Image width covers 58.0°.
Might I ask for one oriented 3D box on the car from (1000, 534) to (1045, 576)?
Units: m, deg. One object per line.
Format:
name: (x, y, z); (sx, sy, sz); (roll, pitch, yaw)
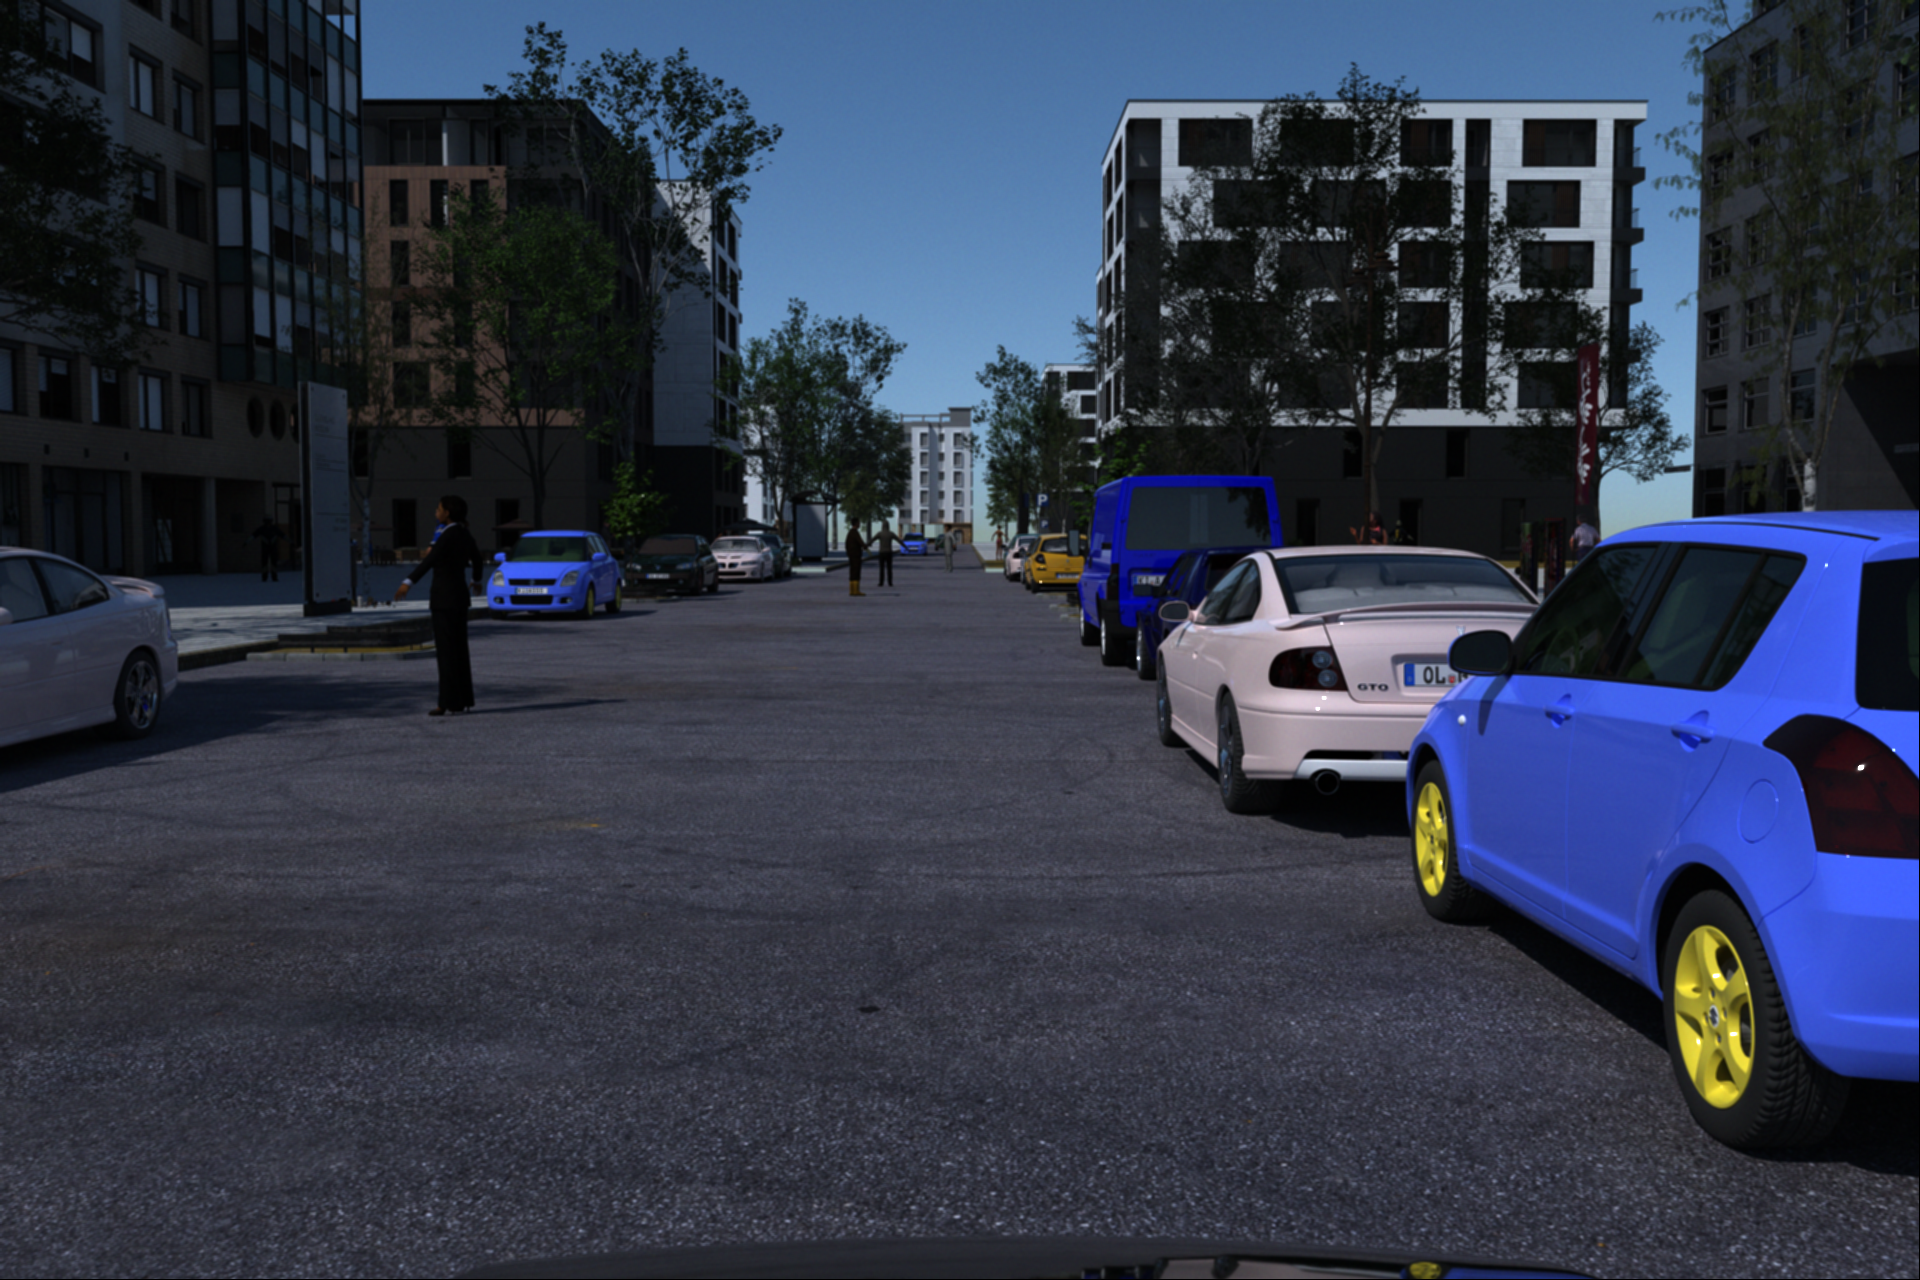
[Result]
car: (2.443, -2.852, 58.431); (2.131, 1.459, 4.920); (0, 4, -1)

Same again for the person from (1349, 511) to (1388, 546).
person: (6.472, -1.218, 27.430); (0.593, 1.643, 0.415); (-1, 4, -17)

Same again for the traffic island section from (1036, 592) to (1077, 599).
traffic island section: (2.729, -0.994, 39.120); (1.991, 0.108, 1.994); (0, 4, 0)

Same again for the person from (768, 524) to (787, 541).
person: (-9.648, -5.128, 90.120); (1.348, 1.796, 0.705); (0, 4, 4)

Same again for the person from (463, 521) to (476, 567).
person: (-19.041, -3.711, 66.895); (0.704, 1.802, 1.346); (0, 4, 7)

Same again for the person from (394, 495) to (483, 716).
person: (-4.115, -0.281, 13.779); (0.721, 1.740, 1.216); (1, 4, 14)

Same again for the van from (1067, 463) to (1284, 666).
van: (2.479, -0.983, 20.453); (2.240, 2.365, 5.245); (0, 4, -1)

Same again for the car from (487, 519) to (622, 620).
car: (-7.009, -1.254, 30.091); (1.945, 1.707, 3.694); (0, 4, 0)

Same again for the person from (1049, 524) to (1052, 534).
person: (4.723, -5.208, 91.344); (0.705, 1.806, 1.347); (1, 4, 16)

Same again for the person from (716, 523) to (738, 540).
person: (-11.593, -4.926, 86.691); (1.345, 1.843, 0.704); (-1, 4, -19)

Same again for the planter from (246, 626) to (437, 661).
planter: (-7.055, 0.041, 20.470); (1.991, 0.319, 1.994); (0, 4, 0)

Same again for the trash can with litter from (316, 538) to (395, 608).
trash can with litter: (-10.741, -1.227, 31.114); (1.678, 1.210, 2.233); (0, 4, -1)

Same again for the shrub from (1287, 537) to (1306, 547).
shrub: (13.918, -3.718, 71.902); (1.383, 1.207, 1.383); (0, 3, 0)

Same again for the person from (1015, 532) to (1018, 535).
person: (3.652, -5.806, 100.701); (1.354, 1.858, 0.705); (-2, 4, -30)

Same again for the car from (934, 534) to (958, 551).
car: (-1.221, -8.379, 148.793); (2.131, 1.459, 4.920); (0, 3, 0)

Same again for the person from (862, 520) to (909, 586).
person: (-2.041, -2.378, 47.467); (1.348, 1.813, 0.705); (-1, 4, -9)

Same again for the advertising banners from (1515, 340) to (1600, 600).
advertising banners: (5.748, -1.256, 16.729); (0.090, 3.025, 2.074); (0, 4, 0)

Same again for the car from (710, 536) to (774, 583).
car: (-6.658, -2.418, 51.899); (2.083, 1.381, 4.827); (0, 3, 0)

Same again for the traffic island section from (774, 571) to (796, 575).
traffic island section: (-6.873, -2.382, 61.806); (1.991, 0.108, 1.994); (0, 4, 0)

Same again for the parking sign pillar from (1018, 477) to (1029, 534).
parking sign pillar: (3.026, -5.769, 82.788); (1.447, 3.967, 1.447); (0, 4, -2)

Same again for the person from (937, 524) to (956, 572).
person: (-0.464, -3.461, 65.238); (0.705, 1.806, 1.347); (-2, 4, -30)

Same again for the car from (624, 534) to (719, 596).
car: (-6.824, -1.922, 41.204); (2.009, 1.686, 4.222); (0, 4, 0)

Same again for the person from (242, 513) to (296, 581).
person: (-18.720, -2.511, 46.925); (1.351, 1.845, 0.704); (-2, 4, -27)

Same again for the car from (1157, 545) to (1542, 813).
car: (2.284, 0.128, 10.272); (2.083, 1.381, 4.827); (0, 3, 0)

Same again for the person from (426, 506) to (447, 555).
person: (-9.896, -1.656, 33.056); (0.704, 1.831, 1.345); (0, 4, -3)

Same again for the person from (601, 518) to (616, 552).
person: (-10.478, -2.777, 51.970); (0.750, 1.759, 0.617); (1, 4, 17)

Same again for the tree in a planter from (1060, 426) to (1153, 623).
tree in a planter: (2.664, -1.919, 28.595); (1.991, 3.239, 1.994); (0, 4, 1)

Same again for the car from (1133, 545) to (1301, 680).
car: (2.605, -0.201, 15.866); (1.945, 1.354, 3.894); (0, 4, 0)

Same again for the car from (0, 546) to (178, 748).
car: (-6.624, 0.098, 10.752); (2.083, 1.381, 4.827); (0, 3, 0)

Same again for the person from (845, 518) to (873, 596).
person: (-2.397, -1.930, 40.147); (0.704, 1.812, 1.346); (-2, 4, -27)

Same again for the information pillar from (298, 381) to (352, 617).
information pillar: (-10.078, -2.215, 27.528); (0.184, 3.620, 1.656); (0, 4, 0)

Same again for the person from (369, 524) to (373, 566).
person: (-23.551, -3.835, 68.830); (0.704, 1.817, 1.347); (-2, 4, -23)

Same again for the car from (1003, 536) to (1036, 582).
car: (2.380, -2.514, 53.470); (2.083, 1.381, 4.827); (0, 4, 0)

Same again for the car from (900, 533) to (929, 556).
car: (-2.987, -6.310, 112.754); (1.945, 1.707, 3.694); (0, 3, 0)

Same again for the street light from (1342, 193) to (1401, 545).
street light: (5.646, -3.129, 23.940); (0.468, 5.910, 1.993); (0, 4, 0)

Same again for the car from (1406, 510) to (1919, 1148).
car: (2.585, 0.260, 5.347); (1.945, 1.707, 3.694); (0, 4, -1)

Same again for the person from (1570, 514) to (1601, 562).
person: (13.483, -1.865, 37.481); (0.756, 1.711, 0.436); (0, 4, -7)

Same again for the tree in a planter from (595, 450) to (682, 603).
tree in a planter: (-6.986, -2.418, 36.763); (1.991, 3.239, 1.994); (0, 4, 1)

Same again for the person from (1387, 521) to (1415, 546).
person: (18.810, -4.187, 74.231); (1.354, 1.856, 0.705); (2, 4, 31)

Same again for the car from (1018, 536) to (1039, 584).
car: (2.649, -2.201, 47.995); (2.014, 1.417, 4.499); (0, 4, -1)

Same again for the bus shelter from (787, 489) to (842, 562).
bus shelter: (-6.792, -5.351, 81.413); (2.014, 3.302, 5.546); (0, 4, 1)

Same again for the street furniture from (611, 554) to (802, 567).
street furniture: (-11.527, -3.247, 68.711); (10.072, 0.657, 5.734); (2, 4, 30)

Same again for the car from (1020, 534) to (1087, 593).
car: (2.535, -2.019, 43.227); (2.015, 1.641, 3.980); (0, 4, -1)

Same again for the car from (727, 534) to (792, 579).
car: (-6.592, -2.763, 56.974); (2.131, 1.459, 4.920); (0, 3, 0)

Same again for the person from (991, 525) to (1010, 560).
person: (1.994, -4.803, 85.336); (1.217, 1.733, 0.721); (3, 5, 43)
